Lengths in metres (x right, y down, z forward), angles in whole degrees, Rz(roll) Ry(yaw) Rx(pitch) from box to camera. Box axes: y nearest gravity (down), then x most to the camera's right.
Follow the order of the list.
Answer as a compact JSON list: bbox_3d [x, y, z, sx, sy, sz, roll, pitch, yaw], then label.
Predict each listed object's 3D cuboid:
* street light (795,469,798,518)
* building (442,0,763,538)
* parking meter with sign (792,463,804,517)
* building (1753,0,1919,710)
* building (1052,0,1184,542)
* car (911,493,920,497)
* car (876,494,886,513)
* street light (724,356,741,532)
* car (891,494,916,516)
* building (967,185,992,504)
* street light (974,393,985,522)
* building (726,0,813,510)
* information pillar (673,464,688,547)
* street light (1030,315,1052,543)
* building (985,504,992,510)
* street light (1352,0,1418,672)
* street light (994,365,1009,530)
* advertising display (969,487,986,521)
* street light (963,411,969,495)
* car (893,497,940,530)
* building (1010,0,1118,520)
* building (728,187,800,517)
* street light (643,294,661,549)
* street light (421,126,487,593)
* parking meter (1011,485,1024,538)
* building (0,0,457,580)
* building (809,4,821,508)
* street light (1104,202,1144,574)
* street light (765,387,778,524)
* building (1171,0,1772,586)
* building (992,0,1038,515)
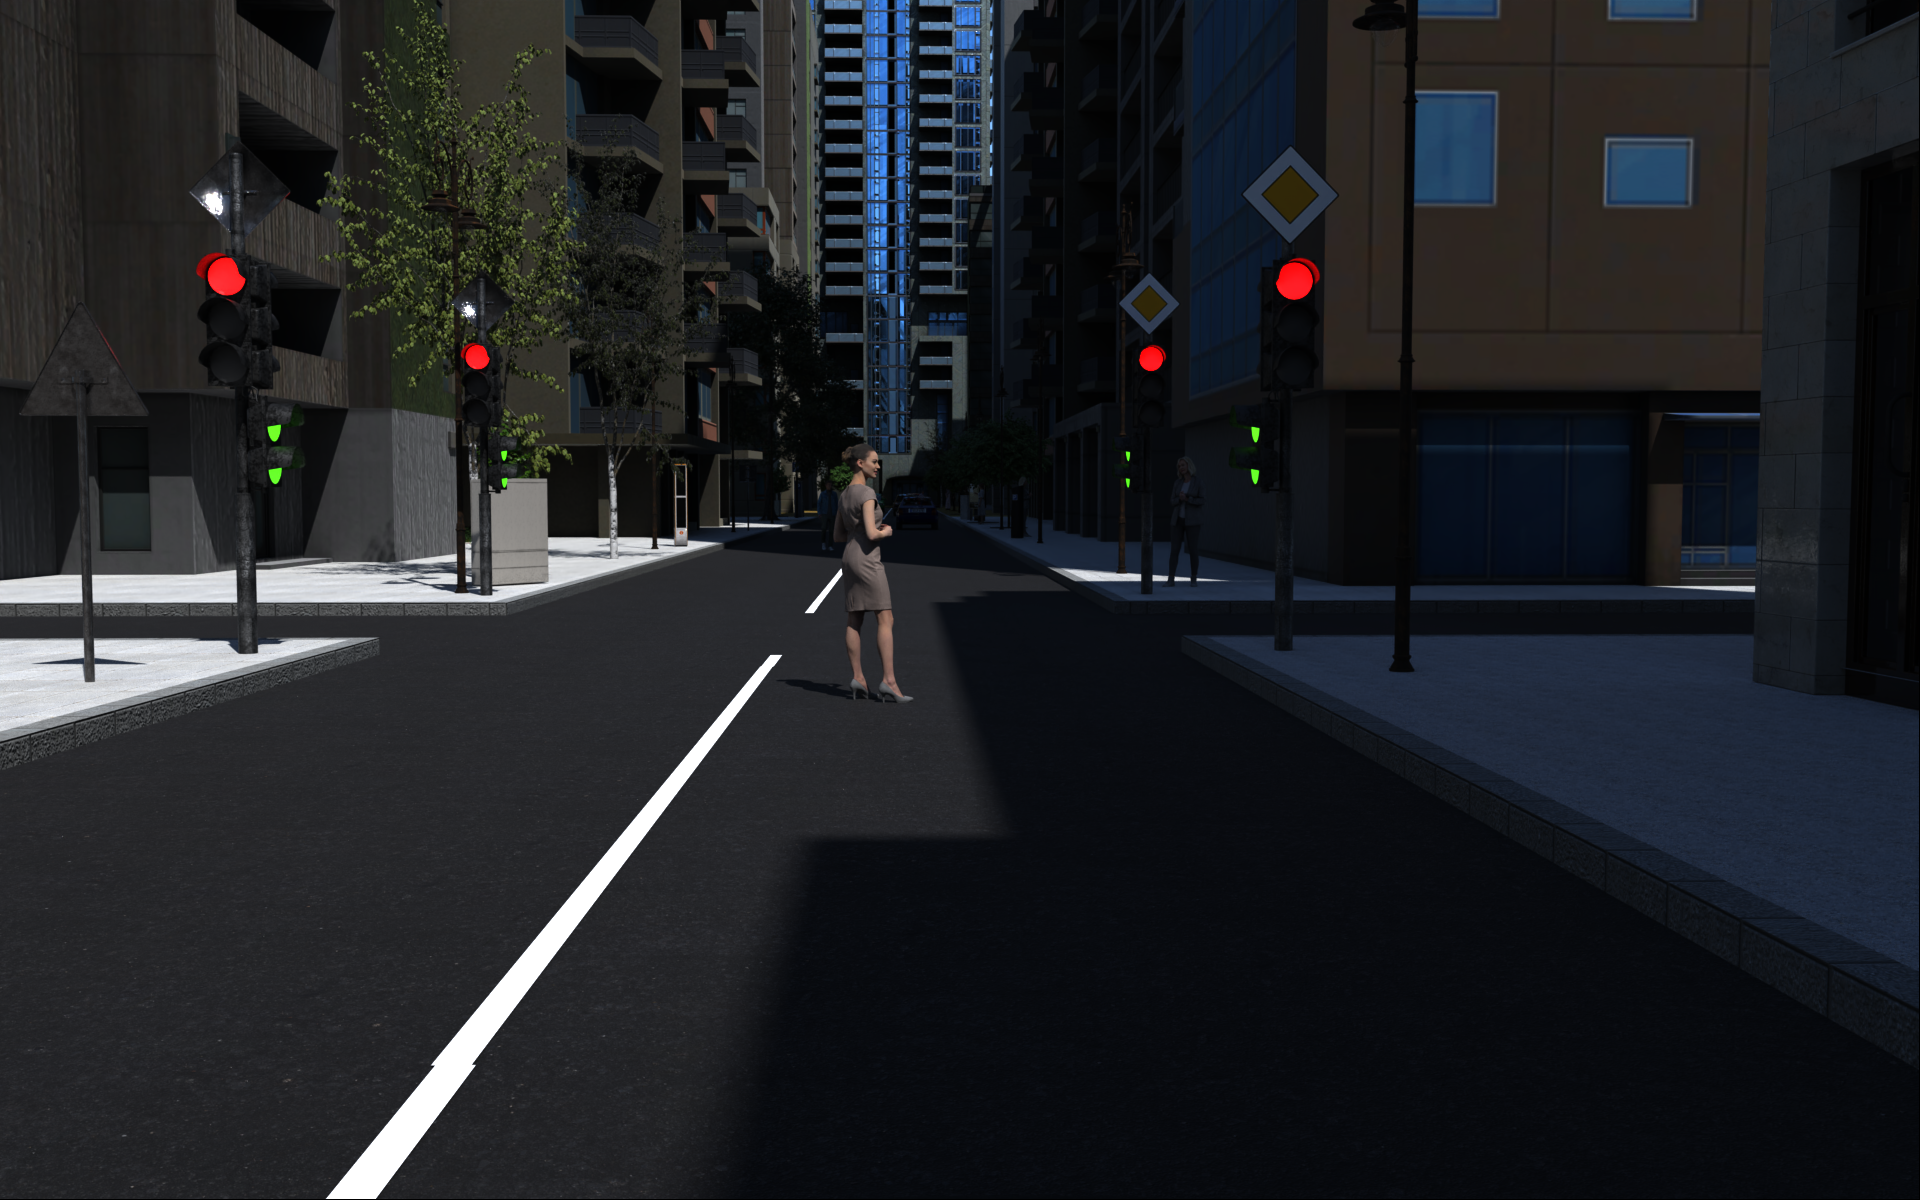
[{"bbox_3d":[-8.725,-7.315,92.382,0.468,5.910,1.993,0,4,-2],"label":"street light"},{"bbox_3d":[-18.918,-24.926,62.157,22.147,44.769,28.867,0,4,-2],"label":"building"},{"bbox_3d":[-8.860,-6.057,95.294,0.543,3.016,1.738,0,4,1],"label":"parking meter with sign"},{"bbox_3d":[10.881,-9.067,3.000,10.420,20.320,16.860,0,4,-2],"label":"building"},{"bbox_3d":[13.827,-37.367,49.207,20.563,71.187,20.611,0,4,-2],"label":"building"},{"bbox_3d":[-3.994,-8.607,149.756,2.155,1.783,4.494,0,4,-2],"label":"car"},{"bbox_3d":[-6.575,-7.472,130.961,1.959,1.807,4.718,0,4,-3],"label":"car"},{"bbox_3d":[-7.612,-5.213,58.026,0.468,5.910,1.993,0,4,-2],"label":"street light"},{"bbox_3d":[-3.538,-6.391,114.273,2.009,1.686,4.222,0,4,-1],"label":"car"},{"bbox_3d":[7.647,-24.025,164.514,14.160,30.474,14.107,0,4,-2],"label":"building"},{"bbox_3d":[0.895,-6.534,79.614,0.468,5.910,1.993,0,4,-2],"label":"street light"},{"bbox_3d":[-18.931,-27.549,134.023,14.154,41.232,14.086,0,4,-2],"label":"building"},{"bbox_3d":[-6.840,-2.317,42.377,0.304,2.012,0.304,-1,4,-16],"label":"information pillar"},{"bbox_3d":[2.087,-4.415,44.980,0.468,5.910,1.993,0,4,-2],"label":"street light"},{"bbox_3d":[17.252,-27.677,144.396,32.217,40.220,23.993,0,4,-2],"label":"building"},{"bbox_3d":[3.200,-2.421,12.371,0.468,5.910,1.993,0,4,-2],"label":"street light"},{"bbox_3d":[1.500,-5.466,62.156,0.468,5.910,1.993,0,4,-2],"label":"street light"},{"bbox_3d":[0.847,-4.761,83.061,0.974,1.923,0.123,3,5,40],"label":"advertising display"},{"bbox_3d":[0.345,-7.584,96.792,0.468,5.910,1.993,0,4,-2],"label":"street light"},{"bbox_3d":[-1.768,-3.584,71.179,1.945,1.354,3.894,0,4,-2],"label":"car"},{"bbox_3d":[13.833,-26.183,82.709,22.147,44.769,28.867,0,4,-2],"label":"building"},{"bbox_3d":[-25.070,-16.323,111.928,27.650,21.520,28.899,0,4,-2],"label":"building"},{"bbox_3d":[-7.108,-4.121,40.164,0.468,5.910,1.993,0,4,-2],"label":"street light"},{"bbox_3d":[-6.459,-3.027,22.272,0.468,5.910,1.993,0,4,-2],"label":"street light"},{"bbox_3d":[1.667,-2.567,50.387,0.372,1.533,0.369,0,3,0],"label":"parking meter"},{"bbox_3d":[-17.592,-15.760,29.371,14.160,30.474,14.107,0,4,-2],"label":"building"},{"bbox_3d":[-23.995,-32.782,159.685,21.600,48.544,21.300,0,4,-2],"label":"building"},{"bbox_3d":[2.613,-3.365,27.801,0.468,5.910,1.993,0,4,-2],"label":"street light"},{"bbox_3d":[-8.177,-6.264,75.204,0.468,5.910,1.993,0,4,-2],"label":"street light"},{"bbox_3d":[11.817,-23.204,29.499,14.200,45.320,14.600,0,4,-2],"label":"building"},{"bbox_3d":[12.671,-35.189,117.345,21.231,58.520,28.212,0,4,-2],"label":"building"}]
